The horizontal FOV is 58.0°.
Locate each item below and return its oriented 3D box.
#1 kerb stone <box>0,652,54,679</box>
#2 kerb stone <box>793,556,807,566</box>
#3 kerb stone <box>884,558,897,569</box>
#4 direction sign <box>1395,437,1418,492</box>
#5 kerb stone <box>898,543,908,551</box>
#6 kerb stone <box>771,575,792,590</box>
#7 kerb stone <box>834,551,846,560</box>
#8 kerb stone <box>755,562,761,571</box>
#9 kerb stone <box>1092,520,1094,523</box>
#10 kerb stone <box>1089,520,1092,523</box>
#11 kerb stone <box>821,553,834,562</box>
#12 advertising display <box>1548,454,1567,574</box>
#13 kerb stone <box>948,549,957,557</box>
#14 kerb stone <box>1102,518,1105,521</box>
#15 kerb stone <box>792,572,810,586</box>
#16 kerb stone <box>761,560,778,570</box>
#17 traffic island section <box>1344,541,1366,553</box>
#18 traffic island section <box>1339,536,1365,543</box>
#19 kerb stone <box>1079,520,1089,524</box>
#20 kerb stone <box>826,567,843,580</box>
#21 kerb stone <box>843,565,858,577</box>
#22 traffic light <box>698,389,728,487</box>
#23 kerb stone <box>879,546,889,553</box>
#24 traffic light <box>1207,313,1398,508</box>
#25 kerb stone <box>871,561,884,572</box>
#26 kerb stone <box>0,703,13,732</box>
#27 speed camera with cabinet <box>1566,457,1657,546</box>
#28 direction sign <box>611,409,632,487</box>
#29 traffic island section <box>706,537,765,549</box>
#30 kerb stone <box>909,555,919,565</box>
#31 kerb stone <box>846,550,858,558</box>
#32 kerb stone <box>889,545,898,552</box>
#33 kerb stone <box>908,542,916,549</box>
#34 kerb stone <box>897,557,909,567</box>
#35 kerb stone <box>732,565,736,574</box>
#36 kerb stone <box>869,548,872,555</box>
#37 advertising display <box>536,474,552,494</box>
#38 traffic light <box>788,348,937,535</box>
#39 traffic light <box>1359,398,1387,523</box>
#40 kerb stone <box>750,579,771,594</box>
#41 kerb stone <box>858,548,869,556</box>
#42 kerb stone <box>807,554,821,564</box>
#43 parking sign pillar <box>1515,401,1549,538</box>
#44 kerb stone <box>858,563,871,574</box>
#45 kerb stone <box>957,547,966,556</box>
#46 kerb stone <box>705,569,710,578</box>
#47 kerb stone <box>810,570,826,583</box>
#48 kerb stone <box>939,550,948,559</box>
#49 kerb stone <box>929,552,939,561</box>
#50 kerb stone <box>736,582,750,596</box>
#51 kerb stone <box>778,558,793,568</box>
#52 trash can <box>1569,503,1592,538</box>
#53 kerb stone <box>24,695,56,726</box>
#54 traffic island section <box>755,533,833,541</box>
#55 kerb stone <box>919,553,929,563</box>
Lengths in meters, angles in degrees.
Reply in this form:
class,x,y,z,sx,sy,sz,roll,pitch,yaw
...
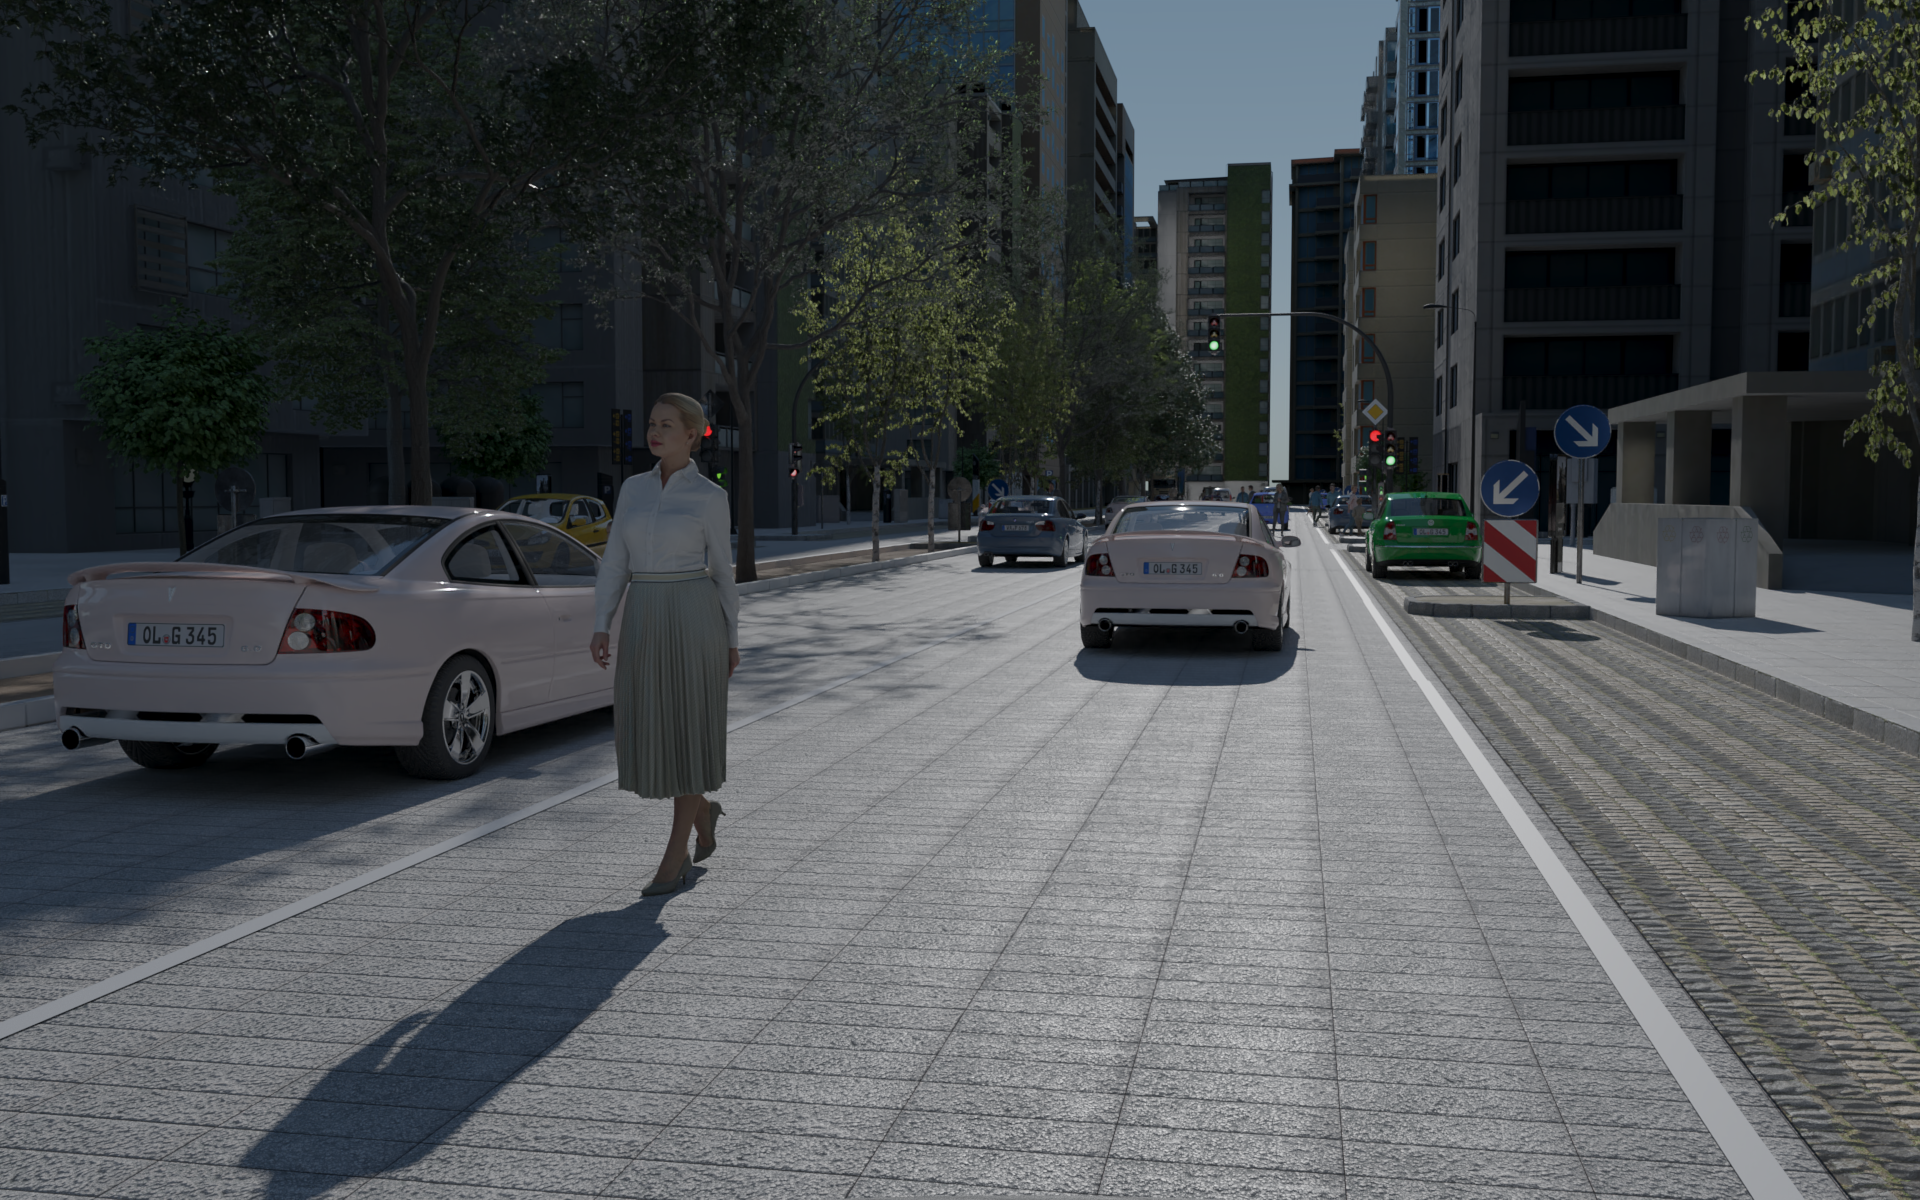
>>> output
class,x,y,z,sx,sy,sz,roll,pitch,yaw
kerb stone,-7.383,0.527,13.571,0.120,0.150,1.000,1,4,11
kerb stone,-3.308,-0.761,34.731,0.120,0.150,1.000,1,4,11
kerb stone,-1.434,-0.669,33.318,0.120,0.150,1.000,1,4,11
direction sign,17.718,-4.694,68.748,0.876,3.537,0.379,2,4,26
kerb stone,-1.555,-1.317,43.773,0.120,0.150,1.000,1,4,11
kerb stone,-2.795,-0.248,26.276,0.120,0.150,1.000,1,4,11
kerb stone,-2.727,-0.951,37.747,0.120,0.150,1.000,1,4,11
kerb stone,-3.893,-0.578,31.706,0.120,0.150,1.000,1,4,11
kerb stone,6.307,-3.815,84.590,0.120,0.150,1.000,1,4,11
kerb stone,6.121,-3.755,83.583,0.120,0.150,1.000,1,4,11
kerb stone,-2.921,-0.890,36.739,0.120,0.150,1.000,1,4,11
advertising display,9.721,-1.405,28.182,0.123,1.923,0.974,2,4,28
kerb stone,-0.280,-1.046,39.348,0.120,0.150,1.000,1,4,11
kerb stone,7.862,-4.309,92.643,0.120,0.150,1.000,1,4,11
kerb stone,-2.599,-0.311,27.281,0.120,0.150,1.000,1,4,11
kerb stone,-3.695,-0.643,32.715,0.120,0.150,1.000,1,4,11
traffic island section,10.701,-1.280,43.208,2.009,0.180,2.903,1,4,11
traffic island section,12.213,-1.760,51.049,2.009,0.180,2.903,1,4,11
kerb stone,5.925,-3.693,82.569,0.120,0.150,1.000,1,4,11
kerb stone,-2.217,-0.430,29.296,0.120,0.150,1.000,1,4,11
kerb stone,-2.012,-0.496,30.304,0.120,0.150,1.000,1,4,11
traffic light,-6.682,-3.517,46.418,0.839,4.253,0.868,1,4,11
kerb stone,-1.947,-1.197,41.760,0.120,0.150,1.000,1,4,11
traffic light,8.593,-4.201,43.356,4.771,5.953,1.251,1,4,11
kerb stone,-1.637,-0.619,32.316,0.120,0.150,1.000,1,4,11
kerb stone,-5.899,0.736,10.163,0.120,0.150,1.000,1,4,11
speed camera with cabinet,15.838,-2.923,42.121,2.038,3.252,0.660,2,4,29
direction sign,-9.022,-3.320,46.277,0.379,3.537,0.876,2,4,25
traffic island section,-6.720,-1.485,46.560,2.009,0.180,2.903,1,4,11
kerb stone,-1.052,-0.797,35.326,0.120,0.150,1.000,1,4,11
kerb stone,-2.530,-1.009,38.750,0.120,0.150,1.000,1,4,11
kerb stone,-1.757,-1.258,42.764,0.120,0.150,1.000,1,4,11
kerb stone,-1.364,-1.381,44.777,0.120,0.150,1.000,1,4,11
kerb stone,-1.236,-0.742,34.320,0.120,0.150,1.000,1,4,11
kerb stone,-4.086,-0.518,30.697,0.120,0.150,1.000,1,4,11
kerb stone,-2.137,-1.133,40.756,0.120,0.150,1.000,1,4,11
advertising display,-13.309,-3.069,55.398,0.123,1.923,0.974,-3,4,-37
traffic light,-3.100,-4.846,53.898,4.771,5.953,1.251,1,4,11
traffic light,12.176,-3.793,50.943,0.839,4.253,0.868,1,4,11
kerb stone,-2.994,-0.188,25.273,0.120,0.150,1.000,1,4,11
kerb stone,-2.334,-1.074,39.753,0.120,0.150,1.000,1,4,11
kerb stone,-3.114,-0.828,35.735,0.120,0.150,1.000,1,4,11
parking sign pillar,16.513,-3.802,50.627,1.447,3.967,1.447,1,4,13
kerb stone,-1.829,-0.558,31.312,0.120,0.150,1.000,1,4,11
kerb stone,-0.082,-1.110,40.351,0.120,0.150,1.000,1,4,11
kerb stone,-4.282,-0.458,29.686,0.120,0.150,1.000,1,4,11
kerb stone,-2.421,-0.373,28.288,0.120,0.150,1.000,1,4,11
kerb stone,-0.470,-0.988,38.344,0.120,0.150,1.000,1,4,11
kerb stone,-0.658,-0.926,37.339,0.120,0.150,1.000,1,4,11
kerb stone,-3.188,-0.127,24.268,0.120,0.150,1.000,1,4,11
kerb stone,-3.504,-0.704,33.719,0.120,0.150,1.000,1,4,11
trash can,18.262,-2.405,50.976,0.748,1.137,0.748,0,3,0
kerb stone,-5.711,0.674,11.173,0.120,0.150,1.000,1,4,11
traffic island section,-5.208,-1.965,54.401,2.009,0.180,2.903,1,4,11
kerb stone,-0.858,-0.865,36.335,0.120,0.150,1.000,1,4,11
